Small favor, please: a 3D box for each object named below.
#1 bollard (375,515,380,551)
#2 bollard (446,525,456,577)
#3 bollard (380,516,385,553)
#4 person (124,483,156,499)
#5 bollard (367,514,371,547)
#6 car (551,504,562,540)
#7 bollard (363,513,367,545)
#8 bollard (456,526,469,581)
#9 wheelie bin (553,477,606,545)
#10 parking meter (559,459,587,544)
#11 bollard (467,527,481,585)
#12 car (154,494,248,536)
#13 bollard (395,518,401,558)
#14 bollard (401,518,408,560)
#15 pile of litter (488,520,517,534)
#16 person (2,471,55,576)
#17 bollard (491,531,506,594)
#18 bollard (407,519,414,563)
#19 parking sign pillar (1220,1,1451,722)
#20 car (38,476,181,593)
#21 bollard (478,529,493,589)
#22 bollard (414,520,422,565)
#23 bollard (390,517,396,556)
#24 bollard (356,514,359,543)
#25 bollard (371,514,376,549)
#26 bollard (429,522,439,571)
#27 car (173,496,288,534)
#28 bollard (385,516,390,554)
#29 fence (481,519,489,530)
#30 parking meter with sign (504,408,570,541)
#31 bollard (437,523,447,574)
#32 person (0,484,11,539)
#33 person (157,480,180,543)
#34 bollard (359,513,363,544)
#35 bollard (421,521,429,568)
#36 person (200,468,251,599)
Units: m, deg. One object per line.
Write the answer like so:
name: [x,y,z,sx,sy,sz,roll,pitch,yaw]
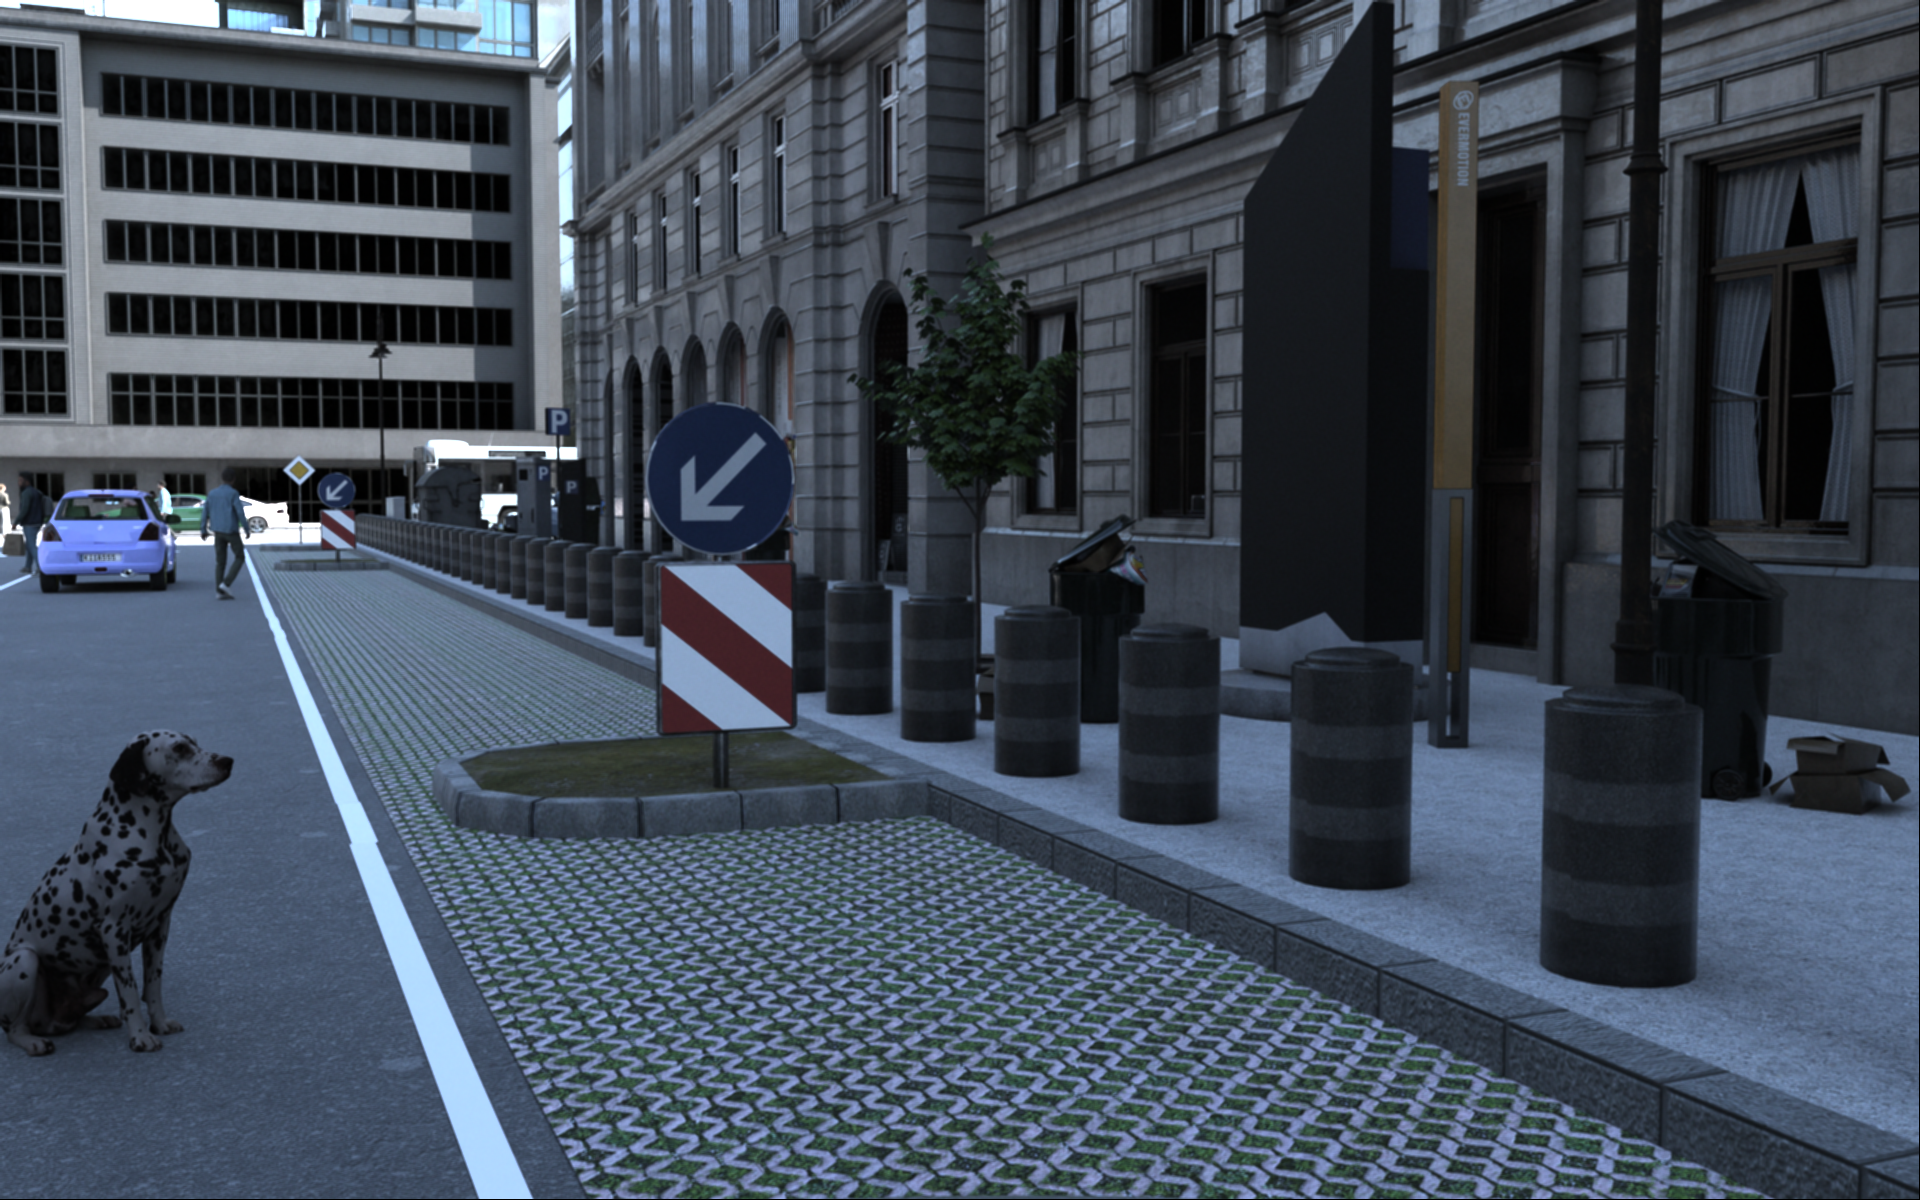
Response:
bollard: [-12.923,-1.494,39.137,0.404,0.777,0.398,0,3,0]
bollard: [-7.708,-0.745,26.899,0.404,0.777,0.398,0,3,0]
bollard: [-12.446,-1.425,38.018,0.404,0.777,0.398,0,3,0]
person: [-16.061,-1.466,33.923,0.566,1.644,0.517,3,5,40]
bollard: [-13.873,-1.629,41.356,0.404,0.777,0.398,0,3,0]
car: [-10.246,-2.369,50.730,4.499,1.417,2.014,-2,4,-23]
bollard: [-14.350,-1.697,42.468,0.404,0.777,0.398,0,3,0]
bollard: [-7.230,-0.677,25.780,0.404,0.777,0.398,0,3,0]
wheelie bin: [-7.225,-1.522,32.785,0.980,1.594,0.693,-2,4,-28]
parking meter: [-6.380,-1.399,28.579,0.399,1.863,0.255,0,4,5]
bollard: [-6.755,-0.609,24.676,0.404,0.777,0.398,0,3,0]
car: [-26.886,-2.883,58.935,4.920,1.459,2.131,-2,4,-24]
bollard: [-11.031,-1.222,34.696,0.404,0.777,0.398,0,3,0]
bollard: [-10.557,-1.154,33.580,0.404,0.777,0.398,0,3,0]
pile of litter: [-7.268,-0.884,28.414,1.176,0.858,1.719,-2,4,-26]
person: [-16.252,-1.327,30.187,0.713,1.824,0.794,1,4,12]
bollard: [-5.809,-0.473,22.449,0.404,0.777,0.398,0,3,0]
bollard: [-10.083,-1.086,32.469,0.404,0.777,0.398,0,3,0]
parking sign pillar: [2.190,-1.332,10.245,1.447,3.967,1.447,-1,4,-23]
car: [-13.065,-1.044,26.654,1.945,1.707,3.694,-1,4,-22]
bollard: [-6.280,-0.541,23.555,0.404,0.777,0.398,0,3,0]
bollard: [-9.608,-1.018,31.354,0.404,0.777,0.398,0,3,0]
bollard: [-11.505,-1.290,35.804,0.404,0.777,0.398,0,3,0]
bollard: [-15.292,-1.833,44.683,0.404,0.777,0.398,0,3,0]
bollard: [-13.396,-1.561,40.244,0.404,0.777,0.398,0,3,0]
bollard: [-8.659,-0.881,29.129,0.404,0.777,0.398,0,3,0]
car: [-27.171,-3.121,63.393,4.827,1.381,2.083,-1,4,-22]
bollard: [-11.976,-1.357,36.911,0.404,0.777,0.398,0,3,0]
fence: [-11.371,-1.590,41.375,0.278,0.683,2.069,-1,4,-21]
parking meter with sign: [-8.778,-2.414,35.731,1.738,3.016,0.543,3,5,41]
bollard: [-8.185,-0.814,28.020,0.404,0.777,0.398,0,3,0]
person: [-30.749,-2.850,55.652,0.519,1.759,0.362,0,4,5]
person: [-22.509,-2.487,49.179,0.620,1.820,0.660,-1,4,-22]
bollard: [-14.822,-1.765,43.577,0.404,0.777,0.398,0,3,0]
bollard: [-9.129,-0.949,30.235,0.404,0.777,0.398,0,3,0]
person: [-9.975,-0.897,23.505,0.601,1.785,0.444,1,4,15]
